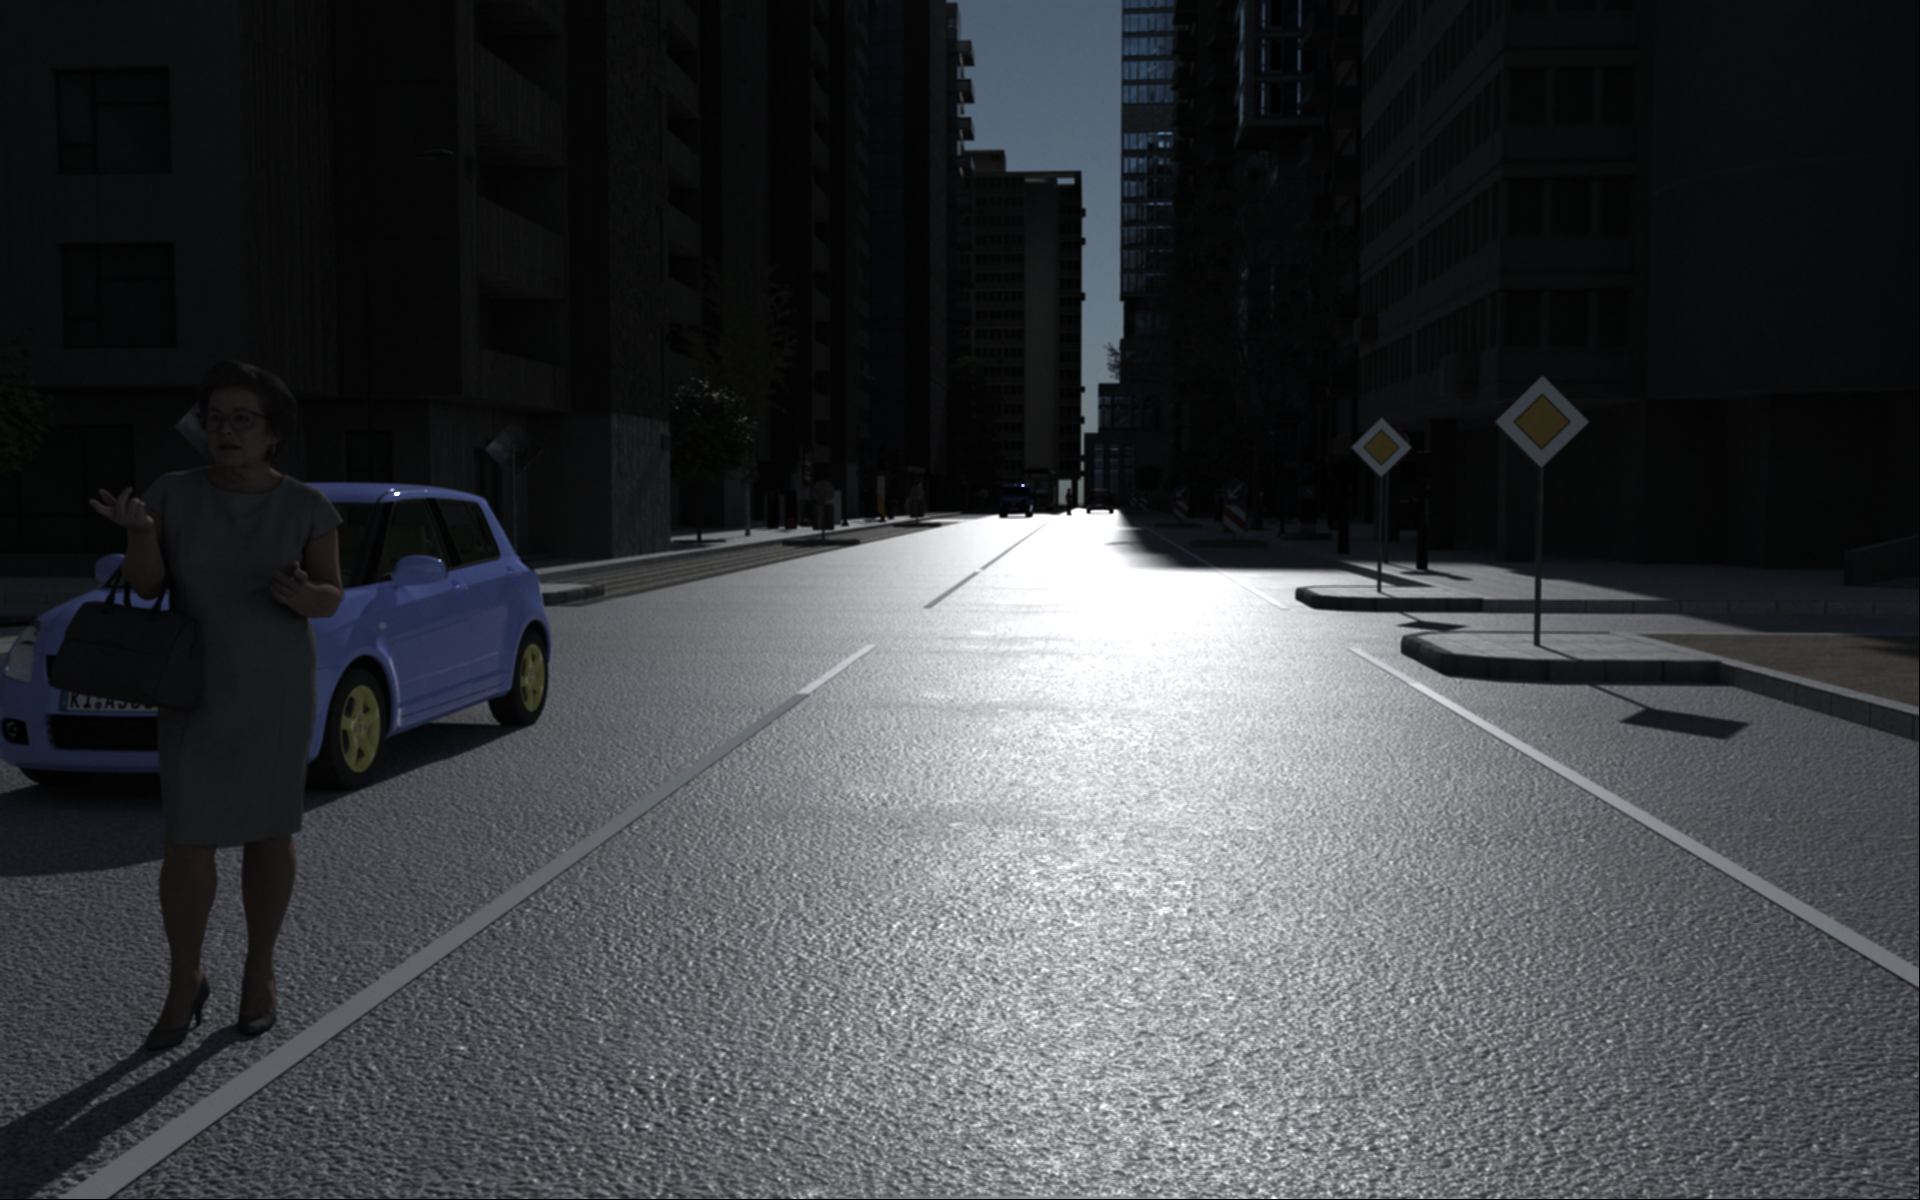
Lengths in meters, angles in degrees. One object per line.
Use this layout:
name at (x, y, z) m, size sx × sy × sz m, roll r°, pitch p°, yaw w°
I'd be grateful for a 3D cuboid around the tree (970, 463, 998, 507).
tree at (2.281, -11.763, 176.042) m, size 4.285 × 4.588 × 4.351 m, roll 0°, pitch 3°, yaw 0°

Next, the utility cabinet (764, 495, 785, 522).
utility cabinet at (-8.444, -4.158, 79.146) m, size 1.020 × 1.237 × 0.306 m, roll -1°, pitch 4°, yaw -14°

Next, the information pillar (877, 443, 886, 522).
information pillar at (-3.576, -5.343, 78.716) m, size 0.183 × 3.616 × 0.504 m, roll 2°, pitch 4°, yaw 34°

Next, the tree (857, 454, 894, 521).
tree at (-4.227, -5.419, 83.199) m, size 1.663 × 3.219 × 1.824 m, roll 0°, pitch 3°, yaw 0°

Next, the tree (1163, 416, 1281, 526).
tree at (11.505, -5.343, 71.078) m, size 4.285 × 4.588 × 4.351 m, roll 0°, pitch 3°, yaw 0°

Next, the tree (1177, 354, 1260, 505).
tree at (13.093, -8.315, 86.316) m, size 4.360 × 8.622 × 3.978 m, roll 0°, pitch 3°, yaw 0°

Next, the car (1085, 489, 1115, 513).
car at (10.472, -7.391, 129.515) m, size 2.281 × 1.827 × 5.304 m, roll 0°, pitch 4°, yaw 4°

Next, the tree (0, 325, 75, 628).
tree at (-9.698, -1.362, 16.872) m, size 1.663 × 3.219 × 1.824 m, roll 0°, pitch 3°, yaw 0°

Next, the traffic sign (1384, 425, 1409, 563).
traffic sign at (7.887, -1.950, 31.995) m, size 0.768 × 2.556 × 0.104 m, roll 1°, pitch 4°, yaw 9°

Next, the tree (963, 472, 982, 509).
tree at (0.931, -9.435, 148.860) m, size 1.663 × 3.219 × 1.824 m, roll 0°, pitch 3°, yaw 0°

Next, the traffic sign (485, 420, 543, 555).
traffic sign at (-6.035, -1.211, 23.448) m, size 0.795 × 2.450 × 0.064 m, roll 0°, pitch 4°, yaw 4°

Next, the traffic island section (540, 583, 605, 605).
traffic island section at (-6.059, -0.075, 23.511) m, size 2.009 × 0.180 × 2.903 m, roll 0°, pitch 4°, yaw 4°

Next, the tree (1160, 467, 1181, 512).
tree at (15.050, -7.850, 122.949) m, size 1.663 × 3.219 × 1.824 m, roll 0°, pitch 3°, yaw 0°

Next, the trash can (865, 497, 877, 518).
trash can at (-4.687, -4.873, 91.326) m, size 0.748 × 1.137 × 0.748 m, roll 0°, pitch 3°, yaw 0°

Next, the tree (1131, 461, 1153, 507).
tree at (18.588, -11.455, 171.006) m, size 4.285 × 4.588 × 4.351 m, roll 0°, pitch 3°, yaw 0°

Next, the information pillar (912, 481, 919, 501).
information pillar at (-2.412, -5.532, 94.939) m, size 0.304 × 2.012 × 0.304 m, roll -2°, pitch 4°, yaw -23°

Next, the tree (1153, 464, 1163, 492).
tree at (12.955, -6.759, 94.230) m, size 4.285 × 4.588 × 4.351 m, roll 0°, pitch 3°, yaw 0°

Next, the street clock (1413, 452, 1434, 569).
street clock at (7.887, -1.525, 29.510) m, size 0.358 × 2.002 × 0.471 m, roll 1°, pitch 4°, yaw 15°

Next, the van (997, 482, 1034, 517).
van at (3.533, -6.352, 108.246) m, size 2.240 × 2.365 × 5.245 m, roll 0°, pitch 4°, yaw 6°

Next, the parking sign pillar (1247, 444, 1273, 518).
parking sign pillar at (16.305, -6.466, 94.193) m, size 1.447 × 3.967 × 1.447 m, roll 2°, pitch 4°, yaw 24°

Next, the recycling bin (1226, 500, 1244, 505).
recycling bin at (12.725, -4.136, 80.182) m, size 0.722 × 1.027 × 0.722 m, roll 0°, pitch 4°, yaw -3°

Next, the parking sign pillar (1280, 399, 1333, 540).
parking sign pillar at (9.719, -3.670, 48.470) m, size 1.447 × 3.967 × 1.447 m, roll 0°, pitch 4°, yaw 7°

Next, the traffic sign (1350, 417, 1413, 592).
traffic sign at (5.476, -1.158, 22.577) m, size 0.795 × 2.450 × 0.064 m, roll 0°, pitch 4°, yaw 4°

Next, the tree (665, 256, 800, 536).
tree at (-6.704, -6.259, 52.704) m, size 4.737 × 8.622 × 4.395 m, roll 0°, pitch 3°, yaw 0°

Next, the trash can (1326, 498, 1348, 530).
trash can at (13.350, -3.040, 61.365) m, size 0.748 × 1.137 × 0.748 m, roll 0°, pitch 3°, yaw 0°

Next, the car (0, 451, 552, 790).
car at (-3.608, 0.001, 9.569) m, size 1.945 × 1.707 × 3.694 m, roll 0°, pitch 4°, yaw 6°

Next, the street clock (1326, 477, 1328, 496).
street clock at (15.190, -4.062, 70.990) m, size 0.358 × 2.002 × 0.471 m, roll 0°, pitch 4°, yaw -7°

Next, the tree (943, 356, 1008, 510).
tree at (0.289, -13.736, 142.711) m, size 7.486 × 12.596 × 7.792 m, roll 0°, pitch 3°, yaw 0°

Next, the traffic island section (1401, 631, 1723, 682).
traffic island section at (4.910, 0.464, 14.689) m, size 2.009 × 0.180 × 2.903 m, roll 0°, pitch 4°, yaw 4°

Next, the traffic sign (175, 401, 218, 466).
traffic sign at (-6.626, -0.724, 15.485) m, size 0.795 × 2.450 × 0.064 m, roll 0°, pitch 4°, yaw 4°

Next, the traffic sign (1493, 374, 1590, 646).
traffic sign at (4.885, -0.671, 14.614) m, size 0.795 × 2.450 × 0.064 m, roll 0°, pitch 4°, yaw 4°

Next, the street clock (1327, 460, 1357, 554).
street clock at (8.251, -1.997, 37.215) m, size 0.471 × 2.002 × 0.358 m, roll 3°, pitch 4°, yaw 38°

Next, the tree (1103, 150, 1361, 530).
tree at (10.584, -9.247, 61.557) m, size 12.009 × 13.543 × 11.850 m, roll 0°, pitch 3°, yaw 0°

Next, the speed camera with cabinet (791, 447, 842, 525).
speed camera with cabinet at (-6.028, -4.791, 72.669) m, size 2.038 × 3.252 × 0.660 m, roll -1°, pitch 4°, yaw -21°

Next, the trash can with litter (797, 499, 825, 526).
trash can with litter at (-5.936, -3.535, 69.181) m, size 1.055 × 1.170 × 0.624 m, roll -3°, pitch 4°, yaw -38°

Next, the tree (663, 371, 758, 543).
tree at (-7.074, -3.828, 46.300) m, size 4.285 × 4.588 × 4.351 m, roll 0°, pitch 3°, yaw 0°

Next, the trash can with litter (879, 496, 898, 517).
trash can with litter at (-4.005, -5.154, 95.659) m, size 1.055 × 1.170 × 0.624 m, roll -2°, pitch 4°, yaw -26°

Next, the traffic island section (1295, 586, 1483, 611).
traffic island section at (5.500, -0.023, 22.652) m, size 2.009 × 0.180 × 2.903 m, roll 0°, pitch 4°, yaw 4°
